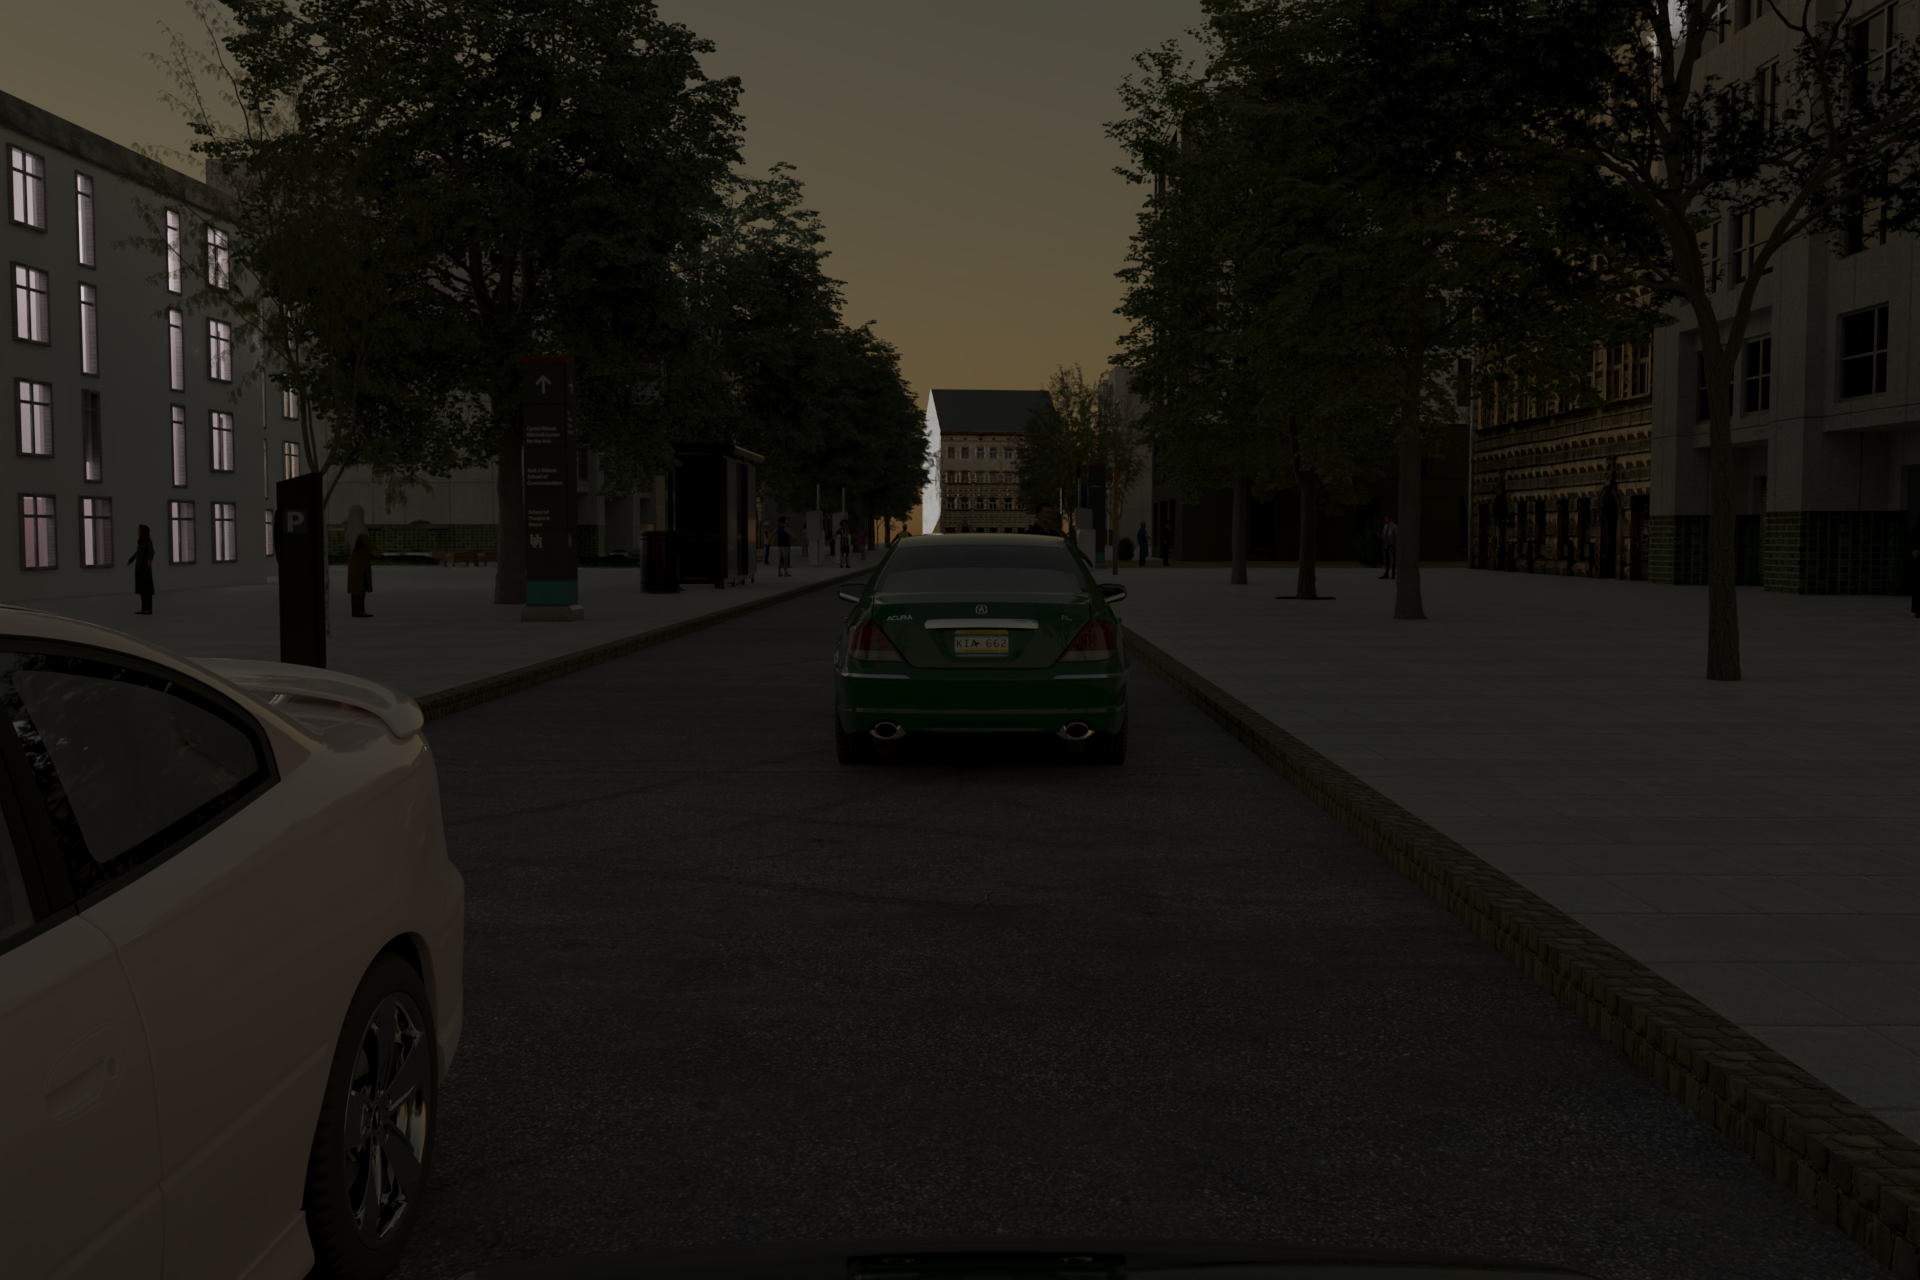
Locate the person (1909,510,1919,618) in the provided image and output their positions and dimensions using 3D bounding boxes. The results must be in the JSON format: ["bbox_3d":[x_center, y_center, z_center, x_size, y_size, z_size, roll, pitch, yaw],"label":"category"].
[{"bbox_3d":[14.787,-1.196,26.344,1.214,1.737,0.721,-3,4,-36],"label":"person"}]

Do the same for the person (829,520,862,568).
[{"bbox_3d":[-4.337,-3.611,65.184,1.345,1.843,0.704,-2,4,-28],"label":"person"}]

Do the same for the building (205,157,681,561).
[{"bbox_3d":[-26.779,-14.131,97.506,16.747,18.905,31.486,0,4,1],"label":"building"}]

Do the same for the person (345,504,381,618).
[{"bbox_3d":[-9.211,-1.223,26.769,0.721,1.736,1.217,-3,4,-36],"label":"person"}]

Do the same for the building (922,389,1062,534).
[{"bbox_3d":[4.545,-26.203,261.810,18.063,23.208,19.493,-1,4,-9],"label":"building"}]

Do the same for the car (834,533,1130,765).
[{"bbox_3d":[0.155,-0.025,12.200,2.131,1.459,4.920,0,4,1],"label":"car"}]

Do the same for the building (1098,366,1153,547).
[{"bbox_3d":[24.691,-19.838,190.811,16.747,18.905,31.486,0,4,0],"label":"building"}]

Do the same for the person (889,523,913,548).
[{"bbox_3d":[-2.081,-3.500,65.656,1.349,1.833,0.705,1,4,18],"label":"person"}]

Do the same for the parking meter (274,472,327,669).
[{"bbox_3d":[-6.249,-0.654,16.400,0.399,1.863,0.255,0,4,0],"label":"parking meter"}]

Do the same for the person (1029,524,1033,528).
[{"bbox_3d":[3.820,-5.312,93.072,0.704,1.802,1.346,2,4,27],"label":"person"}]

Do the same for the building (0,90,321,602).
[{"bbox_3d":[-22.565,-6.302,45.184,9.099,9.664,28.070,0,4,0],"label":"building"}]

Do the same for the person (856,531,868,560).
[{"bbox_3d":[-4.833,-4.667,85.565,0.599,1.433,0.991,-3,5,-40],"label":"person"}]

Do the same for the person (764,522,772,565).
[{"bbox_3d":[-7.926,-4.003,71.913,0.721,1.772,1.216,0,4,-5],"label":"person"}]

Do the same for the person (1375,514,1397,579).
[{"bbox_3d":[12.047,-2.635,48.988,0.599,1.838,0.709,-2,4,-28],"label":"person"}]

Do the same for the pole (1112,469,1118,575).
[{"bbox_3d":[4.850,-3.684,54.081,0.158,3.312,0.155,0,3,0],"label":"pole"}]

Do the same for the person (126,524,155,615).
[{"bbox_3d":[-13.068,-1.125,27.613,0.599,1.438,0.989,-3,5,-44],"label":"person"}]

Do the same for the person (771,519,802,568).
[{"bbox_3d":[-6.575,-3.643,65.414,1.347,1.847,0.705,-2,4,-34],"label":"person"}]

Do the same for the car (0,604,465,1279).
[{"bbox_3d":[-2.033,0.634,2.003,2.083,1.381,4.827,0,4,1],"label":"car"}]

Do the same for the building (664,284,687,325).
[{"bbox_3d":[-25.398,-15.910,116.552,16.016,20.090,11.380,0,4,1],"label":"building"}]

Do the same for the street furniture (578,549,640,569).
[{"bbox_3d":[-11.801,-3.166,67.393,5.734,0.657,10.072,0,4,-2],"label":"street furniture"}]

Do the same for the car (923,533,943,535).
[{"bbox_3d":[-0.914,-3.830,71.414,1.959,1.807,4.718,0,4,1],"label":"car"}]

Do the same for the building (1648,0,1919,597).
[{"bbox_3d":[25.806,-9.897,28.277,16.747,18.905,31.486,0,4,1],"label":"building"}]

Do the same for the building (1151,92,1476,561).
[{"bbox_3d":[24.455,-15.455,96.667,27.936,21.610,32.646,0,4,1],"label":"building"}]

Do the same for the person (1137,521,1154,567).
[{"bbox_3d":[7.264,-3.811,68.440,0.704,1.817,1.347,-1,4,-19],"label":"person"}]

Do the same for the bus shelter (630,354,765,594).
[{"bbox_3d":[-6.241,-3.895,41.320,2.179,5.291,8.768,0,4,0],"label":"bus shelter"}]

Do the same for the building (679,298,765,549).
[{"bbox_3d":[-26.446,-18.963,140.974,19.493,23.208,18.063,0,4,1],"label":"building"}]

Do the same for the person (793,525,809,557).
[{"bbox_3d":[-8.557,-5.459,95.440,1.347,1.806,0.705,-3,4,-36],"label":"person"}]

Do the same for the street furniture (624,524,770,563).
[{"bbox_3d":[-13.573,-4.499,80.415,9.812,1.723,11.010,0,4,0],"label":"street furniture"}]

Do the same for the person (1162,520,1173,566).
[{"bbox_3d":[8.379,-3.927,70.147,0.705,1.837,1.347,1,4,18],"label":"person"}]

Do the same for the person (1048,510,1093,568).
[{"bbox_3d":[1.530,-1.167,27.668,1.348,1.813,0.705,3,5,42],"label":"person"}]

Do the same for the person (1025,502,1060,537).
[{"bbox_3d":[1.032,-0.755,20.936,1.346,1.812,0.704,-3,5,-41],"label":"person"}]

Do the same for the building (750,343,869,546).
[{"bbox_3d":[-24.889,-21.580,196.804,27.936,21.610,32.646,0,4,1],"label":"building"}]

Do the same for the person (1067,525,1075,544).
[{"bbox_3d":[6.629,-5.806,101.199,1.348,1.796,0.705,-1,4,-12],"label":"person"}]

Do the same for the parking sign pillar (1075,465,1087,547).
[{"bbox_3d":[4.805,-4.910,68.757,1.447,3.967,1.447,0,4,2],"label":"parking sign pillar"}]

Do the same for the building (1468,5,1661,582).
[{"bbox_3d":[27.679,-13.611,53.469,19.493,23.208,18.063,0,4,1],"label":"building"}]

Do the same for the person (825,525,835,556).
[{"bbox_3d":[-7.585,-5.902,102.681,0.705,1.806,1.347,-3,5,-40],"label":"person"}]

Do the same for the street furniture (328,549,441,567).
[{"bbox_3d":[-26.112,-3.322,69.934,10.072,0.657,5.734,-1,4,-10],"label":"street furniture"}]
